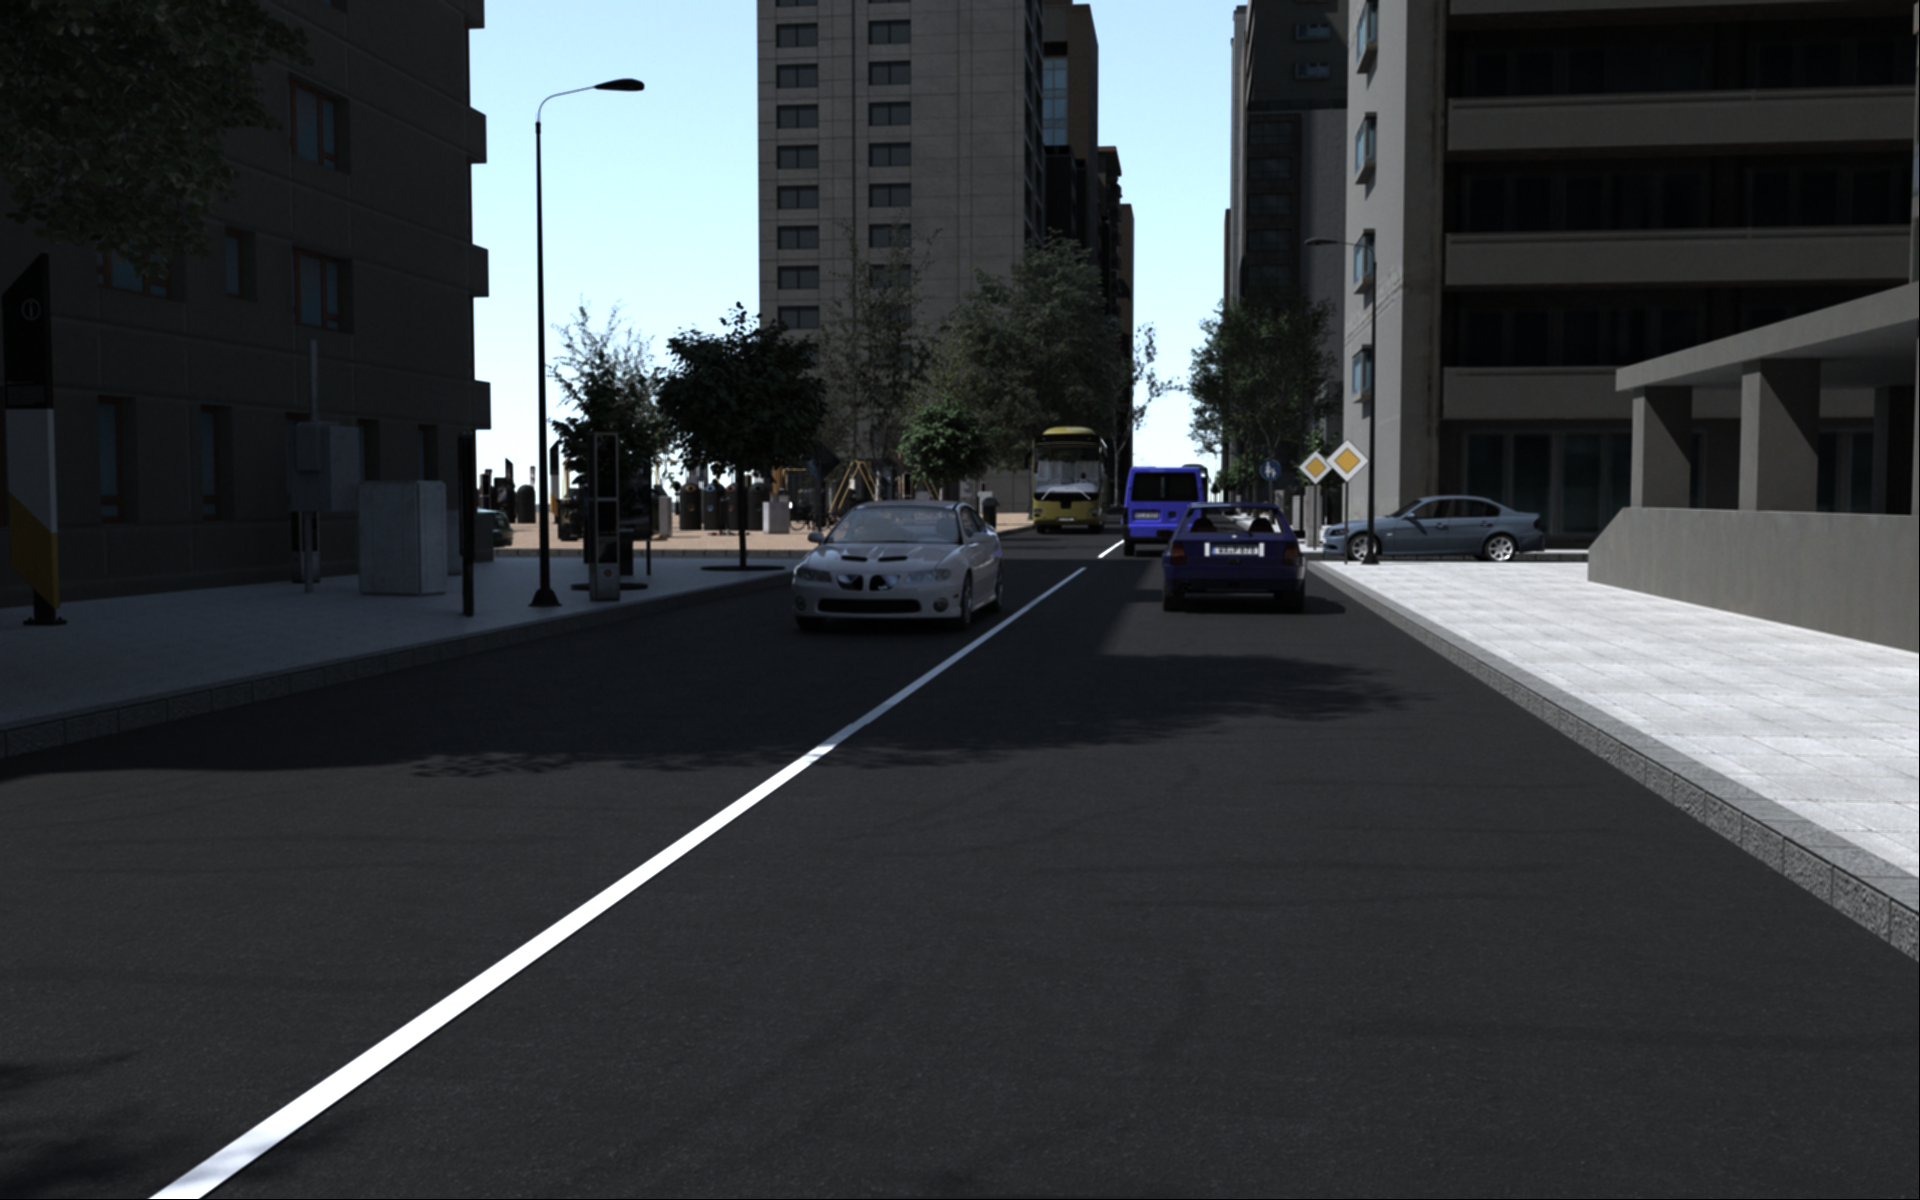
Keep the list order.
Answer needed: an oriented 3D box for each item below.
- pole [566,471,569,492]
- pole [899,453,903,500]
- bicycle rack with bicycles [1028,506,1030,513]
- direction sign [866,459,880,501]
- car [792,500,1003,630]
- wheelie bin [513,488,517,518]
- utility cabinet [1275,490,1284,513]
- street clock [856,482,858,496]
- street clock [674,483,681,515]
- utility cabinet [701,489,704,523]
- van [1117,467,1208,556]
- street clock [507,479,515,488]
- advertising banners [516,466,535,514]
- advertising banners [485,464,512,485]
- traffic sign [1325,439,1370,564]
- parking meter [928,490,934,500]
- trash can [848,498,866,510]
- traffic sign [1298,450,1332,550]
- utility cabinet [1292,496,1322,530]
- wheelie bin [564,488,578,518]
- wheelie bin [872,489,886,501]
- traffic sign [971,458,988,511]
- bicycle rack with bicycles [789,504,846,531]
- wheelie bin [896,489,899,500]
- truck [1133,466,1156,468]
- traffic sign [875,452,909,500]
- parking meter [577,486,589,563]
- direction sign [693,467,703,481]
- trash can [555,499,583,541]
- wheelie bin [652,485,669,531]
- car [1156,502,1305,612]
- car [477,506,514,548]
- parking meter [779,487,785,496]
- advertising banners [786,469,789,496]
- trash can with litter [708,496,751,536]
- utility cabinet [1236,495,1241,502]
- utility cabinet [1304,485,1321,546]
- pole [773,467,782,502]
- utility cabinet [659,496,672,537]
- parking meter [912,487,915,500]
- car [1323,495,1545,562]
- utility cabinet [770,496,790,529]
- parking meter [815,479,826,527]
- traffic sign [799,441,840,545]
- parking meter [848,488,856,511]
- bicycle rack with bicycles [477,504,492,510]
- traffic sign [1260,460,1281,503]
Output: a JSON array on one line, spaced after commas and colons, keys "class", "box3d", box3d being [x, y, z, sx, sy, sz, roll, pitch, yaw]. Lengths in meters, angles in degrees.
[{"class": "pole", "box3d": [-22.570, -6.469, 99.604, 0.158, 3.312, 0.155, 0, 3, 0]}, {"class": "pole", "box3d": [-2.864, -5.511, 83.954, 0.158, 3.312, 0.155, 0, 3, 0]}, {"class": "bicycle rack with bicycles", "box3d": [5.935, -5.666, 106.029, 2.925, 0.926, 2.852, 2, 4, 27]}, {"class": "direction sign", "box3d": [-5.641, -7.362, 112.363, 0.876, 3.537, 0.379, 0, 4, 8]}, {"class": "car", "box3d": [-0.603, -0.460, 19.886, 2.083, 1.381, 4.827, 1, 4, 8]}, {"class": "wheelie bin", "box3d": [-23.919, -5.123, 91.671, 0.980, 1.594, 0.693, -3, 5, -44]}, {"class": "utility cabinet", "box3d": [19.405, -5.815, 103.759, 1.173, 1.500, 0.318, 2, 4, 28]}, {"class": "street clock", "box3d": [-6.270, -6.087, 104.095, 0.358, 2.002, 0.471, -1, 4, -9]}, {"class": "street clock", "box3d": [-17.374, -6.227, 106.381, 0.471, 2.002, 0.358, -3, 5, -42]}, {"class": "utility cabinet", "box3d": [-11.170, -4.129, 76.193, 1.173, 1.500, 0.318, -3, 4, -39]}, {"class": "van", "box3d": [4.889, -2.280, 41.664, 2.240, 2.365, 5.245, 0, 4, 6]}, {"class": "street clock", "box3d": [-21.401, -4.766, 82.498, 0.358, 2.002, 0.471, 0, 4, -2]}, {"class": "advertising banners", "box3d": [-27.093, -6.835, 107.937, 2.074, 3.025, 0.090, 3, 5, 39]}, {"class": "advertising banners", "box3d": [-26.880, -6.425, 101.236, 0.090, 3.025, 2.074, 2, 4, 27]}, {"class": "traffic sign", "box3d": [7.046, -1.708, 31.574, 0.795, 2.450, 0.064, 0, 4, 8]}, {"class": "parking meter", "box3d": [-1.941, -6.553, 115.559, 0.372, 1.533, 0.369, 0, 3, 0]}, {"class": "trash can", "box3d": [-4.004, -3.416, 67.497, 0.748, 1.137, 0.748, 0, 3, 0]}, {"class": "traffic sign", "box3d": [8.100, -2.192, 39.490, 0.795, 2.450, 0.064, 0, 4, 8]}, {"class": "utility cabinet", "box3d": [12.575, -3.154, 62.734, 1.020, 1.237, 0.306, 2, 4, 27]}, {"class": "wheelie bin", "box3d": [-20.207, -5.041, 90.324, 0.980, 1.594, 0.693, 3, 5, 39]}, {"class": "wheelie bin", "box3d": [-5.417, -6.659, 116.777, 0.980, 1.594, 0.693, -3, 4, -36]}, {"class": "traffic sign", "box3d": [0.540, -3.525, 57.732, 0.768, 2.556, 0.104, 1, 4, 14]}, {"class": "bicycle rack with bicycles", "box3d": [-4.520, -2.897, 60.744, 2.925, 0.926, 2.852, -1, 4, -9]}, {"class": "wheelie bin", "box3d": [-3.500, -5.869, 103.859, 0.980, 1.594, 0.693, 0, 4, -7]}, {"class": "truck", "box3d": [18.502, -11.229, 173.357, 2.967, 4.110, 18.799, 0, 4, 6]}, {"class": "traffic sign", "box3d": [-1.606, -2.273, 40.798, 0.795, 2.450, 0.064, 0, 4, 8]}, {"class": "parking meter", "box3d": [-6.806, -1.452, 32.145, 0.372, 1.533, 0.369, 0, 3, 0]}, {"class": "direction sign", "box3d": [-16.154, -7.028, 106.907, 0.876, 3.537, 0.379, 3, 4, 36]}, {"class": "trash can", "box3d": [-10.679, -2.181, 47.309, 0.748, 1.137, 0.748, 0, 3, 0]}, {"class": "wheelie bin", "box3d": [-10.271, -3.111, 58.770, 0.693, 1.594, 0.980, 1, 4, 12]}, {"class": "car", "box3d": [3.508, -0.601, 22.414, 1.945, 1.354, 3.894, 0, 4, 8]}, {"class": "car", "box3d": [-12.514, -1.650, 38.778, 4.920, 1.459, 2.131, 0, 4, 6]}, {"class": "parking meter", "box3d": [-6.874, -3.536, 66.220, 0.372, 1.533, 0.369, 0, 3, 0]}, {"class": "advertising banners", "box3d": [-7.577, -4.893, 76.195, 0.090, 3.025, 2.074, 0, 4, -4]}, {"class": "trash can with litter", "box3d": [-7.102, -2.641, 54.237, 1.678, 1.210, 2.233, 1, 4, 20]}, {"class": "utility cabinet", "box3d": [16.370, -5.547, 101.855, 0.306, 1.237, 1.020, 1, 4, 12]}, {"class": "utility cabinet", "box3d": [8.629, -2.066, 42.465, 0.318, 1.500, 1.173, 0, 4, 8]}, {"class": "pole", "box3d": [-6.131, -3.902, 57.634, 0.158, 3.312, 0.155, 0, 3, 0]}, {"class": "utility cabinet", "box3d": [-8.728, -2.461, 51.397, 0.306, 1.237, 1.020, 0, 4, -4]}, {"class": "parking meter", "box3d": [-1.821, -3.303, 62.423, 0.372, 1.533, 0.369, 0, 3, 0]}, {"class": "car", "box3d": [9.918, -1.494, 36.437, 4.499, 1.417, 2.014, 0, 4, 6]}, {"class": "utility cabinet", "box3d": [-6.847, -3.252, 64.327, 1.020, 1.237, 0.306, 0, 4, 5]}, {"class": "parking meter", "box3d": [-5.368, -3.728, 66.659, 0.255, 1.863, 0.399, 3, 4, 36]}, {"class": "traffic sign", "box3d": [-2.660, -1.788, 32.882, 0.795, 2.450, 0.064, 0, 4, 8]}, {"class": "parking meter", "box3d": [-4.882, -4.280, 78.381, 0.372, 1.533, 0.369, 0, 3, 0]}, {"class": "bicycle rack with bicycles", "box3d": [-20.898, -3.693, 73.768, 2.852, 0.926, 2.925, 0, 4, -5]}, {"class": "traffic sign", "box3d": [11.467, -3.907, 63.985, 0.768, 2.556, 0.104, 1, 4, 15]}]
